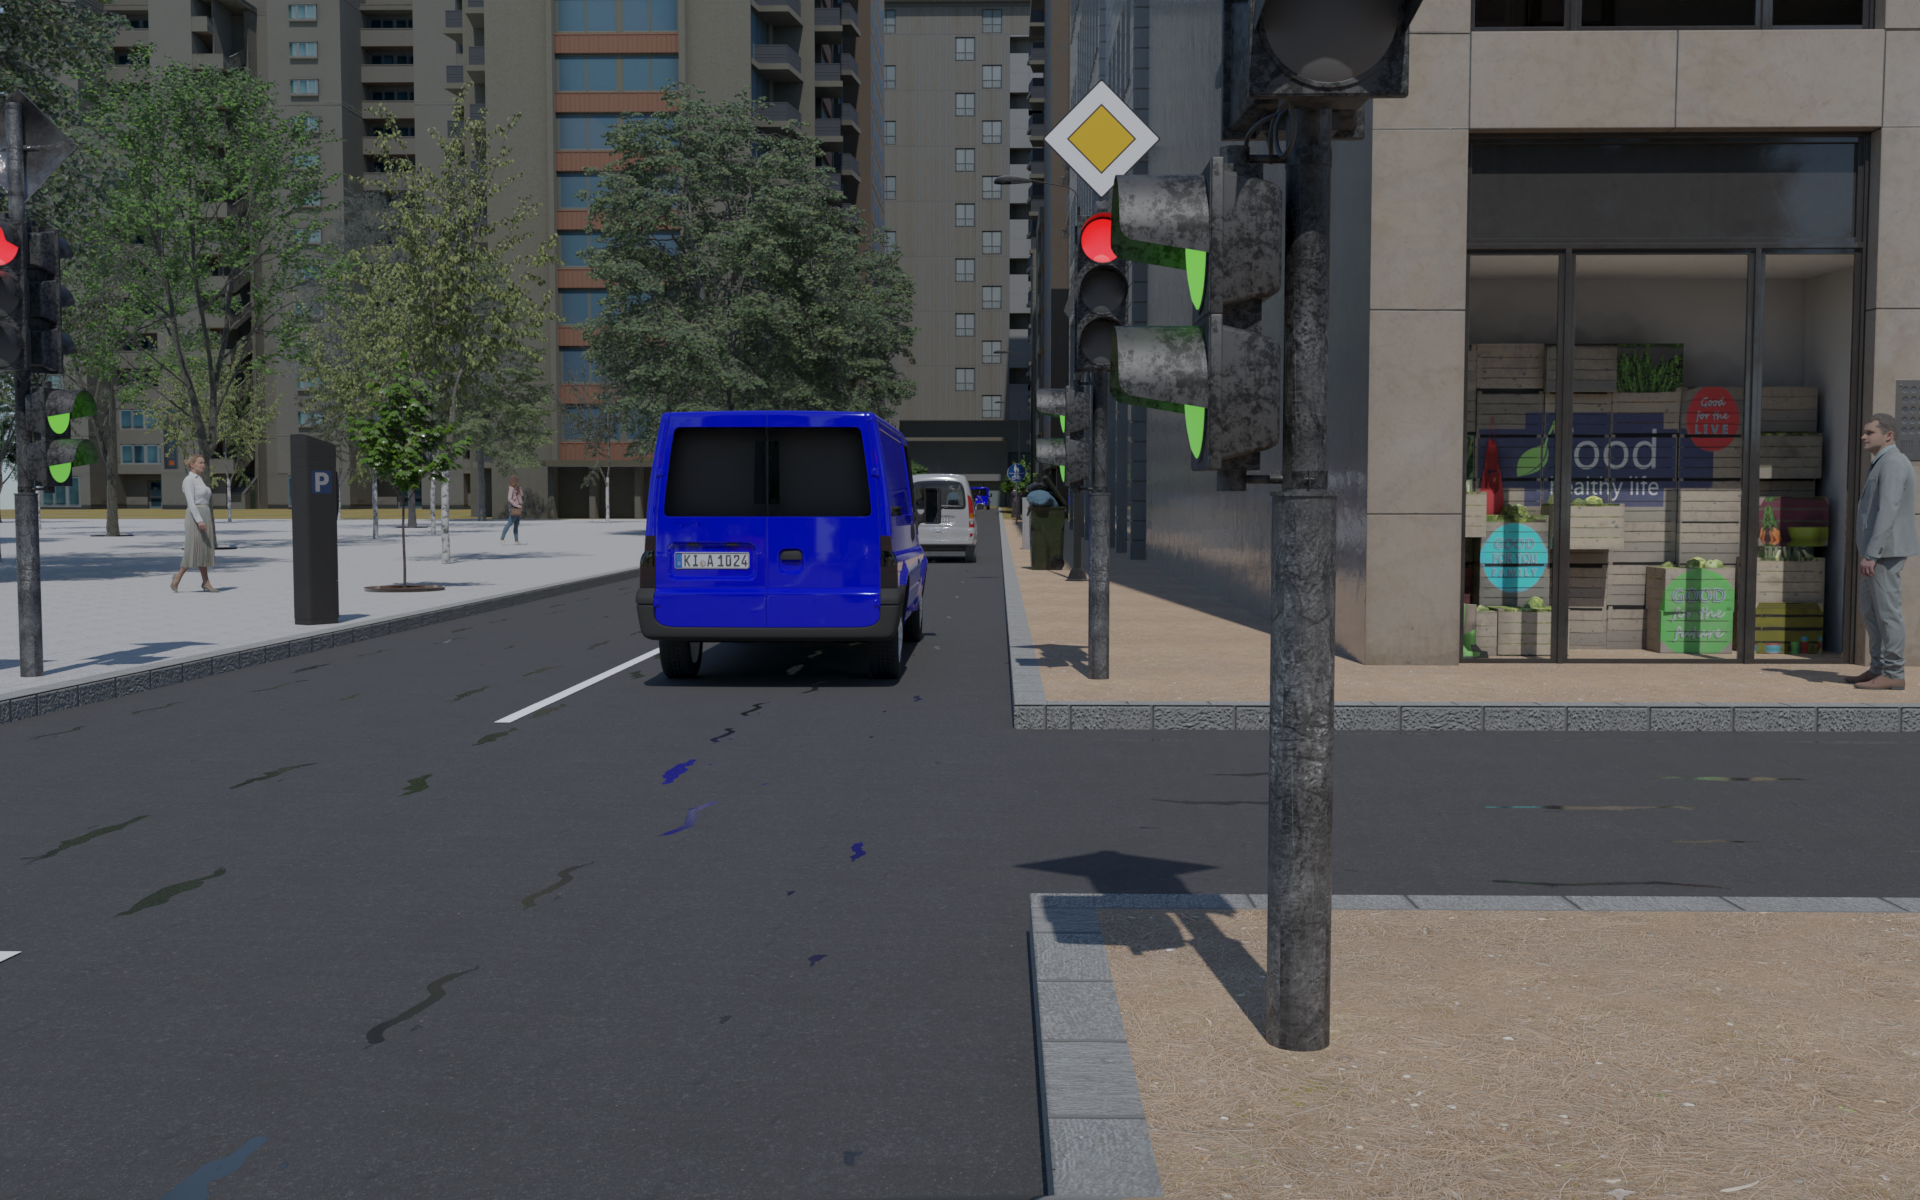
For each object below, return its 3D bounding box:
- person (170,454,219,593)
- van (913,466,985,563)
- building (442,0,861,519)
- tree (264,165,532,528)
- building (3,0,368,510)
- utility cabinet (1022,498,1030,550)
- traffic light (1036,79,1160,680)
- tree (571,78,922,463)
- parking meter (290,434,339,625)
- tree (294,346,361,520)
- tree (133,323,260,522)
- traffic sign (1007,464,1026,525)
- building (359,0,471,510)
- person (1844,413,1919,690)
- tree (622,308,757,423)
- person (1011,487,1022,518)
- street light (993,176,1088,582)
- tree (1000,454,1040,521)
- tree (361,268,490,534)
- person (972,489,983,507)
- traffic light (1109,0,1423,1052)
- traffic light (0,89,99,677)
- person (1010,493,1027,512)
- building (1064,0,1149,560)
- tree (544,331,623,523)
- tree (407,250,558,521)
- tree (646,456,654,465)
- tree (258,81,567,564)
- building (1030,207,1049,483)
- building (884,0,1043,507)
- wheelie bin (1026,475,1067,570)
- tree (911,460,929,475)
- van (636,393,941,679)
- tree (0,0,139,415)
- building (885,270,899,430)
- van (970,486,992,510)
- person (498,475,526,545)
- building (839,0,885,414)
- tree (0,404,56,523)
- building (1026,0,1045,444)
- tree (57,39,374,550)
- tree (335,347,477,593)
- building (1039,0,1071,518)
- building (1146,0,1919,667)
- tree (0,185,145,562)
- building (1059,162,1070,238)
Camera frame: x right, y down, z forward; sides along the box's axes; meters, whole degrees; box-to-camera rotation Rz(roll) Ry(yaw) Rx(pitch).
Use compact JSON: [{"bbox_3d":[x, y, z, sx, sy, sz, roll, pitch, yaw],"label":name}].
[{"bbox_3d":[-9.970,-0.993,22.498,0.641,1.798,0.478,1,4,9],"label":"person"},{"bbox_3d":[-0.463,-1.869,37.563,2.013,2.044,4.112,0,4,0],"label":"van"},{"bbox_3d":[-17.416,-27.323,101.352,22.147,44.769,28.867,0,4,1],"label":"building"},{"bbox_3d":[-20.861,-9.474,65.270,12.009,13.543,11.850,0,3,0],"label":"tree"},{"bbox_3d":[-67.533,-32.356,152.719,21.600,48.544,21.300,0,4,1],"label":"building"},{"bbox_3d":[1.716,-1.790,40.420,0.306,1.237,1.020,1,4,18],"label":"utility cabinet"},{"bbox_3d":[0.945,-1.407,11.925,0.839,4.253,0.868,0,4,1],"label":"traffic light"},{"bbox_3d":[-7.249,-8.936,52.762,9.857,13.997,8.962,0,3,0],"label":"tree"},{"bbox_3d":[-6.346,-0.694,17.061,0.255,1.863,0.399,2,4,34],"label":"parking meter"},{"bbox_3d":[-30.291,-8.194,84.338,4.360,8.622,3.978,0,3,0],"label":"tree"},{"bbox_3d":[-33.184,-7.583,74.349,4.737,8.622,4.395,0,3,0],"label":"tree"},{"bbox_3d":[2.368,-4.428,72.499,0.768,2.556,0.104,0,4,6],"label":"traffic sign"},{"bbox_3d":[-45.930,-32.351,152.635,21.600,48.544,21.300,0,4,1],"label":"building"},{"bbox_3d":[6.090,-0.322,11.403,0.391,1.810,0.635,2,4,23],"label":"person"},{"bbox_3d":[-9.679,-7.021,65.163,4.360,8.622,3.978,0,3,0],"label":"tree"},{"bbox_3d":[3.124,-5.323,93.883,0.742,1.727,0.445,0,4,2],"label":"person"},{"bbox_3d":[1.190,-3.234,25.422,1.470,5.913,1.316,0,4,1],"label":"street light"},{"bbox_3d":[3.092,-5.477,84.150,1.663,3.219,1.824,0,3,0],"label":"tree"},{"bbox_3d":[-16.946,-6.422,55.368,4.360,8.622,3.978,0,3,0],"label":"tree"},{"bbox_3d":[0.939,-7.016,123.230,1.348,1.822,0.705,0,4,1],"label":"person"},{"bbox_3d":[0.773,-0.919,3.941,0.839,4.253,0.868,0,4,1],"label":"traffic light"},{"bbox_3d":[-6.515,-1.416,12.069,0.839,4.253,0.868,0,4,1],"label":"traffic light"},{"bbox_3d":[4.084,-6.917,119.152,1.348,1.823,0.705,0,4,-8],"label":"person"},{"bbox_3d":[9.016,-16.511,47.441,11.434,29.767,29.804,0,4,1],"label":"building"},{"bbox_3d":[-15.729,-7.681,75.942,4.360,8.622,3.978,0,3,0],"label":"tree"},{"bbox_3d":[-22.961,-9.975,81.214,7.486,12.596,7.792,0,3,0],"label":"tree"},{"bbox_3d":[-6.426,-2.873,41.578,1.663,3.219,1.824,0,3,0],"label":"tree"},{"bbox_3d":[-9.411,-4.980,31.785,4.737,8.622,4.395,0,3,0],"label":"tree"},{"bbox_3d":[18.902,-16.729,118.561,27.650,21.520,28.899,0,4,1],"label":"building"},{"bbox_3d":[0.810,-36.455,185.274,27.495,52.752,28.713,0,4,1],"label":"building"},{"bbox_3d":[1.456,-1.310,29.329,0.693,1.594,0.980,0,4,0],"label":"wheelie bin"},{"bbox_3d":[-4.382,-11.073,164.750,4.285,4.588,4.351,0,3,0],"label":"tree"},{"bbox_3d":[-1.340,-0.656,15.112,2.240,2.365,5.245,0,4,1],"label":"van"},{"bbox_3d":[-16.400,-7.172,23.916,9.857,13.997,8.962,0,3,0],"label":"tree"},{"bbox_3d":[-20.432,-18.580,148.826,28.899,21.520,27.650,0,4,1],"label":"building"},{"bbox_3d":[1.792,-9.450,158.894,2.240,2.365,5.245,0,4,2],"label":"van"},{"bbox_3d":[-11.254,-2.252,43.459,0.643,1.750,0.593,0,4,-8],"label":"person"},{"bbox_3d":[-12.679,-28.906,122.731,14.600,45.320,14.200,0,4,1],"label":"building"},{"bbox_3d":[-50.172,-6.825,74.502,20.602,7.101,11.467,-3,4,-38],"label":"tree"},{"bbox_3d":[16.801,-30.098,146.733,22.147,44.769,28.867,0,4,1],"label":"building"},{"bbox_3d":[-17.403,-6.973,39.759,9.928,11.665,9.643,0,3,0],"label":"tree"},{"bbox_3d":[-7.257,-1.736,22.984,1.663,3.219,1.824,0,3,0],"label":"tree"},{"bbox_3d":[11.795,-27.300,96.474,14.600,45.320,14.200,0,4,1],"label":"building"},{"bbox_3d":[20.234,-13.263,21.373,34.151,26.468,19.350,0,4,1],"label":"building"},{"bbox_3d":[-17.883,-5.014,32.343,4.360,8.622,3.978,0,3,0],"label":"tree"},{"bbox_3d":[11.364,-14.257,74.904,13.314,21.916,24.055,0,4,1],"label":"building"}]
